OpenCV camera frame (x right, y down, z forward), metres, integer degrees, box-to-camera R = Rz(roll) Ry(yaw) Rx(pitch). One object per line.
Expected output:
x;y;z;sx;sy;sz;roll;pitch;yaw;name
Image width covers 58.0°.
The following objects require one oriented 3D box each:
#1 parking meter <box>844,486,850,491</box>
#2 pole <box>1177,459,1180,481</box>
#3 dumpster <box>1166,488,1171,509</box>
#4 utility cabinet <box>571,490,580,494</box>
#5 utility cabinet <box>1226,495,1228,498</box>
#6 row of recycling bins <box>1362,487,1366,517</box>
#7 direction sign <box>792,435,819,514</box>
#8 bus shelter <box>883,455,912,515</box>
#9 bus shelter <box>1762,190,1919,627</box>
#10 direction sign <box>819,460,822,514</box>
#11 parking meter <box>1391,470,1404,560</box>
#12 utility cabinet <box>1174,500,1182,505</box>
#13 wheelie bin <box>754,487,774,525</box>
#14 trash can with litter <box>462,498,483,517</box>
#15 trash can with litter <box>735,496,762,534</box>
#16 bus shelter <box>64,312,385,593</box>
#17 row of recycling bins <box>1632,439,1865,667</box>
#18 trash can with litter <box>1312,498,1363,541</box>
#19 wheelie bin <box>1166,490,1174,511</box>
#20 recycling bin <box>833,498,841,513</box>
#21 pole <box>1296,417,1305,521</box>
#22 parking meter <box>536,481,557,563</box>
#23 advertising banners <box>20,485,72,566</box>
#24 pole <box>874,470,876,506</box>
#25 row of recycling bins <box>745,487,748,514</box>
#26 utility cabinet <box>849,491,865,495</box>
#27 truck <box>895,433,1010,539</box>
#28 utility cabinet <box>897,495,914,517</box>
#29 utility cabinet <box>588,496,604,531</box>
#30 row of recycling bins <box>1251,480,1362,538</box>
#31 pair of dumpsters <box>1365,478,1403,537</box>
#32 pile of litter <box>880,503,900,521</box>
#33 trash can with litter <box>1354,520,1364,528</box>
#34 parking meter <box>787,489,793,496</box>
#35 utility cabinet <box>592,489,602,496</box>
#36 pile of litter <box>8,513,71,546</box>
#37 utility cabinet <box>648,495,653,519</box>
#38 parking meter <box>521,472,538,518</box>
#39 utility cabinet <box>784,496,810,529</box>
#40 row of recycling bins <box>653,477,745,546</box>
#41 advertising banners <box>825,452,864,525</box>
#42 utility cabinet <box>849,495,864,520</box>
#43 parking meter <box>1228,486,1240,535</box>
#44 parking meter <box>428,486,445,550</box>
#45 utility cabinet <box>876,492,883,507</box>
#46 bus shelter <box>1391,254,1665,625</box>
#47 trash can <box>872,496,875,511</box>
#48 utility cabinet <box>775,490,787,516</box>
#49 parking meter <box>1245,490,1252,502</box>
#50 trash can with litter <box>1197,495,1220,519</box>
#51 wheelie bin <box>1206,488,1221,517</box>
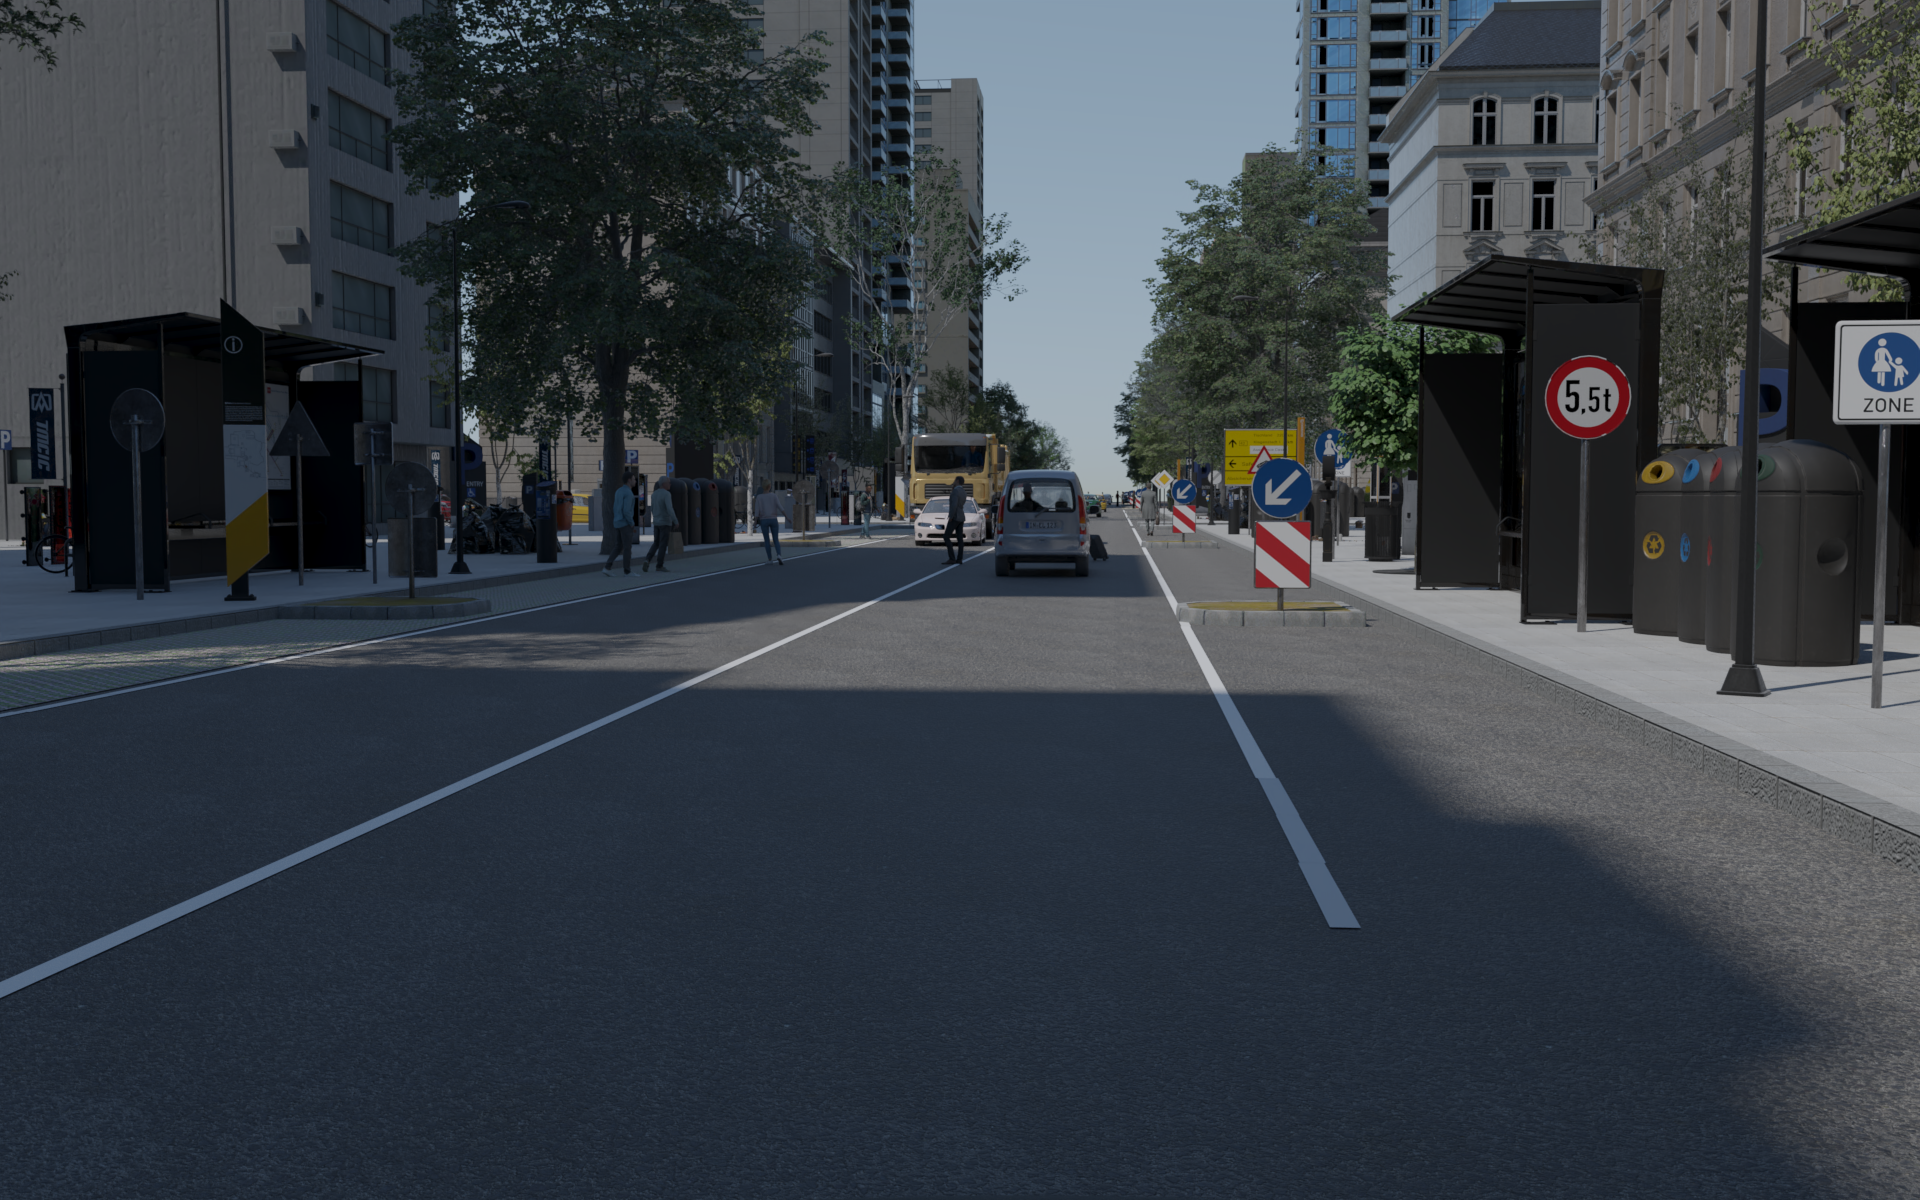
-7.713;-6.864;117.937;0.255;1.863;0.399;-3;4;-37;parking meter
12.891;-6.623;102.135;0.158;3.312;0.155;0;3;0;pole
18.062;-8.590;146.204;1.264;1.857;1.865;0;4;5;dumpster
-19.405;-4.794;87.058;0.318;1.500;1.173;-2;4;-30;utility cabinet
17.877;-6.391;115.647;1.020;1.237;0.306;3;5;39;utility cabinet
22.144;-5.426;95.834;1.069;1.692;3.534;3;5;44;row of recycling bins
-6.031;-4.576;66.812;0.876;3.537;0.379;0;4;6;direction sign
-3.535;-7.116;107.626;1.731;3.624;6.357;0;4;5;bus shelter
8.315;-1.383;13.890;1.731;3.624;6.357;0;4;5;bus shelter
-9.432;-7.476;114.232;0.876;3.537;0.379;2;4;32;direction sign
8.457;-1.726;33.930;0.399;1.863;0.255;0;4;-4;parking meter
12.469;-5.351;98.648;0.306;1.237;1.020;1;4;21;utility cabinet
-8.241;-3.979;72.964;0.980;1.594;0.693;1;4;18;wheelie bin
-13.481;-2.292;48.861;1.055;1.170;0.624;-2;4;-35;trash can with litter
-7.172;-2.737;55.805;2.233;1.210;1.678;-2;4;-34;trash can with litter
-10.555;-2.094;25.518;1.731;3.624;6.357;0;4;5;bus shelter
6.544;-0.452;14.506;1.069;1.692;3.534;0;4;6;row of recycling bins
10.089;-2.248;47.818;1.678;1.210;2.233;0;4;-3;trash can with litter
16.169;-7.597;132.119;0.980;1.594;0.693;-1;4;-11;wheelie bin
-7.978;-6.254;114.813;0.722;1.027;0.722;-1;4;-18;recycling bin
9.080;-3.201;46.177;0.158;3.312;0.155;0;3;0;pole
-7.706;-1.460;32.280;0.372;1.533;0.369;0;3;0;parking meter
-16.462;-2.162;31.538;0.090;3.025;2.074;0;4;4;advertising banners
-7.090;-9.227;144.704;0.158;3.312;0.155;0;3;0;pole
-11.364;-5.041;89.532;1.069;1.692;3.534;-1;4;-9;row of recycling bins
-6.350;-6.066;107.861;1.173;1.500;0.318;-1;4;-11;utility cabinet
0.053;-3.774;57.626;3.469;3.379;9.791;0;4;6;truck
-3.009;-5.230;96.677;1.020;1.237;0.306;-1;4;-10;utility cabinet
-12.486;-3.007;60.332;0.306;1.237;1.020;2;4;35;utility cabinet
10.157;-2.705;51.342;3.534;1.692;1.069;-2;4;-31;row of recycling bins
10.402;-2.282;39.811;1.574;2.255;4.437;0;4;5;pair of dumpsters
-3.374;-4.323;84.649;1.176;0.858;1.719;1;4;12;pile of litter
15.284;-3.281;65.031;1.055;1.170;0.624;1;4;15;trash can with litter
-8.271;-4.669;84.742;0.372;1.533;0.369;0;3;0;parking meter
-15.083;-3.985;73.830;1.173;1.500;0.318;-2;4;-31;utility cabinet
-22.627;-1.767;42.851;1.719;0.858;1.176;1;4;16;pile of litter
-16.284;-4.874;90.850;1.020;1.237;0.306;3;5;39;utility cabinet
-11.386;-2.456;45.872;0.399;1.863;0.255;0;4;0;parking meter
-6.003;-3.234;64.041;1.020;1.237;0.306;2;4;33;utility cabinet
-6.808;-2.271;44.242;1.069;1.692;3.534;1;4;18;row of recycling bins
-4.730;-4.606;71.490;2.074;3.025;0.090;3;5;43;advertising banners
-4.976;-4.541;85.402;1.020;1.237;0.306;0;4;5;utility cabinet
8.701;-2.847;54.963;0.372;1.533;0.369;0;3;0;parking meter
-12.001;-1.912;39.675;0.372;1.533;0.369;0;3;0;parking meter
-7.008;-8.798;152.530;0.318;1.500;1.173;2;4;28;utility cabinet
6.322;-1.757;20.005;1.731;3.624;6.357;0;4;5;bus shelter
-6.658;-7.164;128.784;0.748;1.137;0.748;0;3;0;trash can
-10.291;-5.703;101.921;1.173;1.500;0.318;0;4;-7;utility cabinet
15.080;-5.014;90.393;0.372;1.533;0.369;0;3;0;parking meter
12.744;-4.715;88.140;2.233;1.210;1.678;2;4;35;trash can with litter
14.241;-5.430;96.685;0.980;1.594;0.693;-1;4;-22;wheelie bin
